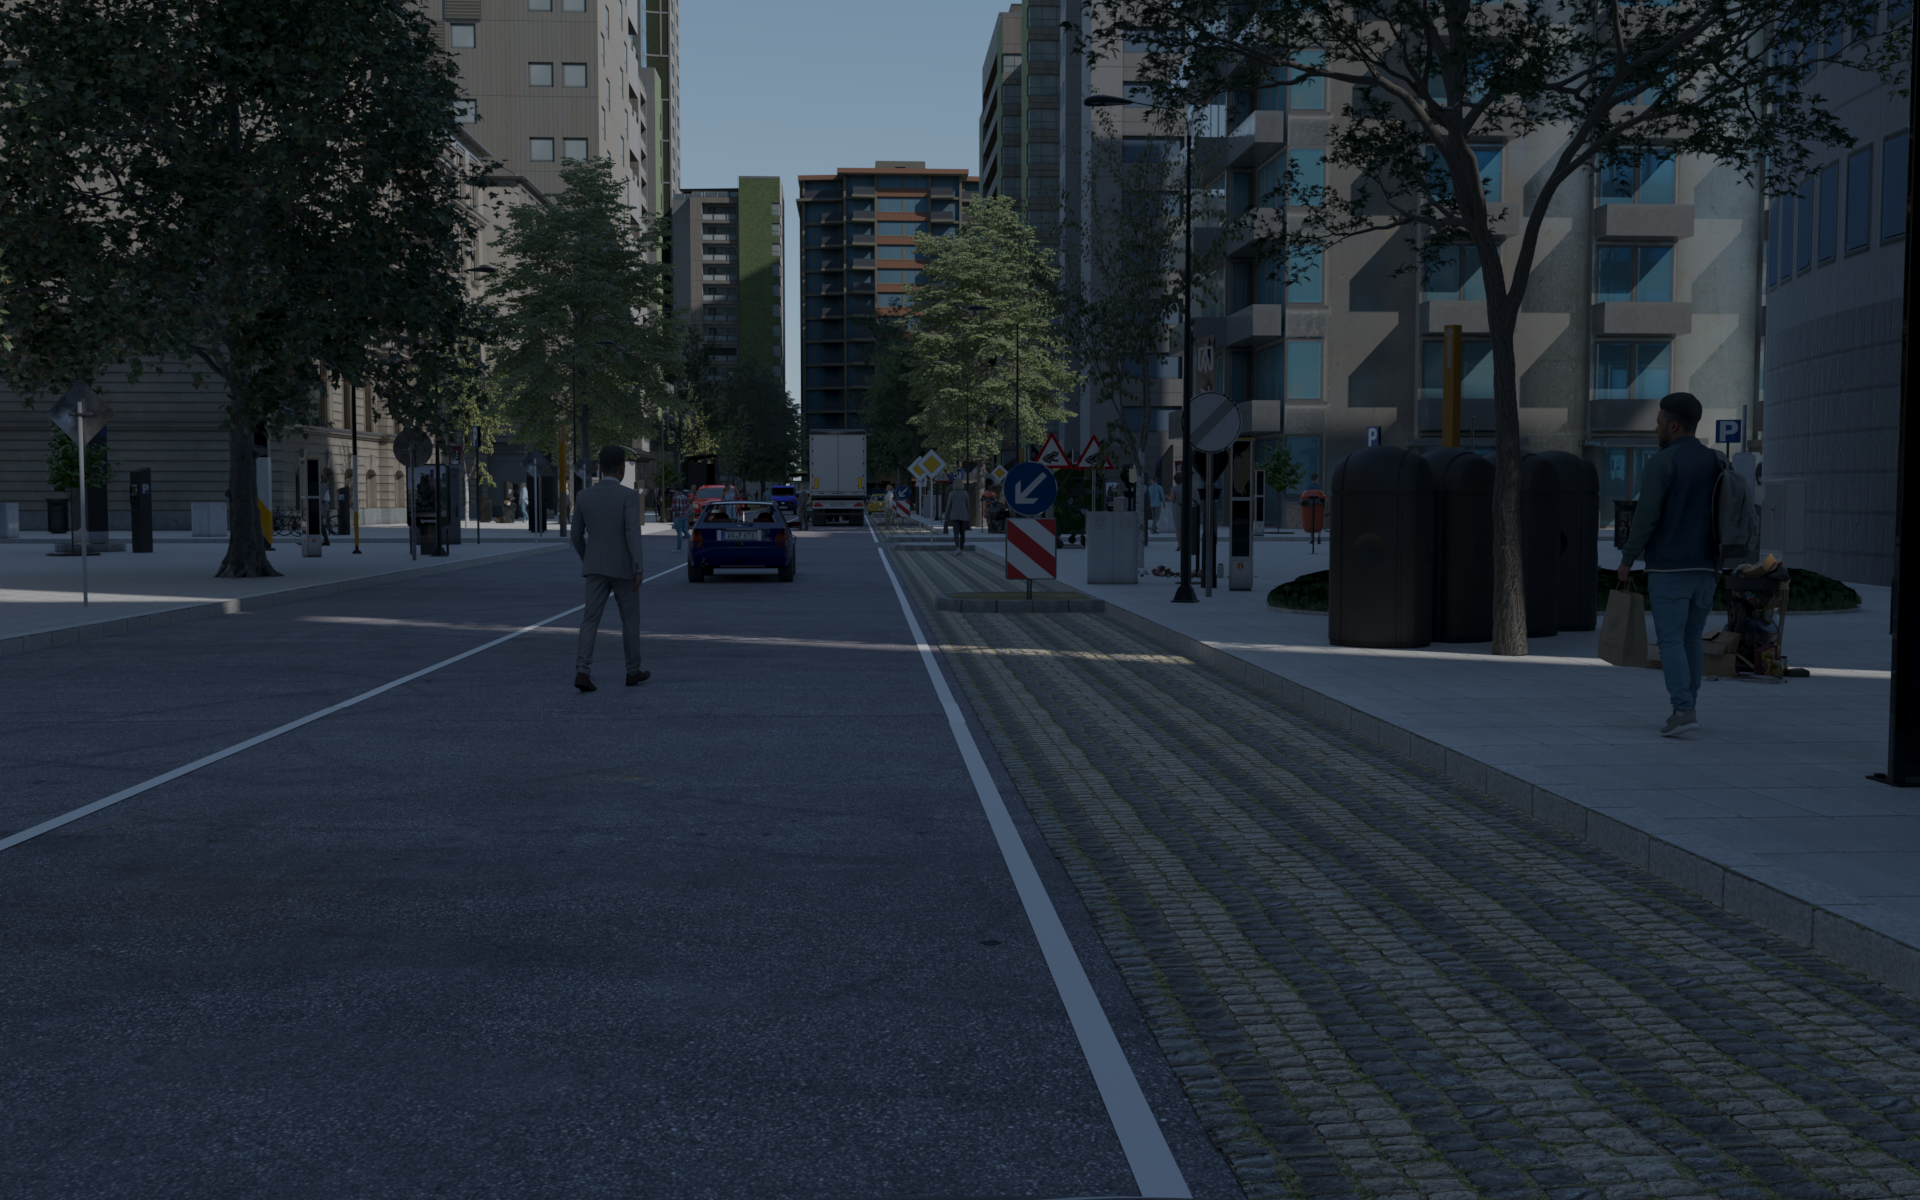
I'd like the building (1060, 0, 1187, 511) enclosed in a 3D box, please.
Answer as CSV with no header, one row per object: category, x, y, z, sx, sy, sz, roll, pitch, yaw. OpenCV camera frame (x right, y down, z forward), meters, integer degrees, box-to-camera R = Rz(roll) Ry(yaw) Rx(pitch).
building,16.934,-34.773,110.533,21.231,58.520,28.212,0,4,-3

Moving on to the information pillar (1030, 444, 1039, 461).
information pillar,3.391,-5.358,78.965,0.504,3.616,0.183,-2,4,-35

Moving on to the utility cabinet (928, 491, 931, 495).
utility cabinet,-2.341,-7.191,126.256,1.173,1.500,0.318,1,4,18

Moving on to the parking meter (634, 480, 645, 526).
parking meter,-12.980,-3.936,70.058,0.399,1.863,0.255,-3,5,-44

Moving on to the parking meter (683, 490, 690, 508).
parking meter,-15.217,-5.372,96.240,0.372,1.533,0.369,0,3,0

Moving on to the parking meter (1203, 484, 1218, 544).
parking meter,6.368,-2.183,44.099,0.372,1.533,0.369,0,3,0

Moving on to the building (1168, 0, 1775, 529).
building,24.007,-27.689,72.326,30.456,49.044,23.786,0,4,-3

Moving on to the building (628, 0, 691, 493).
building,-44.886,-53.007,179.340,31.000,86.520,22.319,0,4,-3

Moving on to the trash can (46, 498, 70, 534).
trash can,-29.192,-2.715,56.050,0.748,1.137,0.748,0,3,0

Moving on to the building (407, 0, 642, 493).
building,-40.585,-33.626,139.031,28.713,52.752,27.495,0,4,-3

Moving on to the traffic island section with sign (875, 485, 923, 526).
traffic island section with sign,-2.684,-4.227,77.732,1.989,1.847,2.006,0,4,-3

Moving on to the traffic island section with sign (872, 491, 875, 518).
traffic island section with sign,-4.293,-5.872,104.639,1.989,1.847,2.006,0,4,-3

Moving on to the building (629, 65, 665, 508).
building,-35.421,-29.191,160.870,14.154,41.232,14.086,0,4,-3

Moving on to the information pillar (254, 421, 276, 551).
information pillar,-15.771,-2.926,39.197,0.504,3.616,0.183,2,4,30

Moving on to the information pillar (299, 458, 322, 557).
information pillar,-13.201,-1.879,35.217,0.304,2.012,0.304,-3,5,-43

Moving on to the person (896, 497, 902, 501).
person,-5.181,-9.211,157.376,1.217,1.736,0.721,0,4,-6

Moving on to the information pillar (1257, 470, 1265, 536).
information pillar,9.037,-2.936,52.497,0.304,2.012,0.304,-1,4,-12

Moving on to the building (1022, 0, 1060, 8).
building,11.699,-27.780,137.798,14.154,41.232,14.086,0,4,-3

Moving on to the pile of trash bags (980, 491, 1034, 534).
pile of trash bags,1.632,-2.873,56.722,1.912,1.369,3.447,-2,4,-29

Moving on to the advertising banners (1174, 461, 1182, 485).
advertising banners,12.024,-5.747,90.152,2.074,3.025,0.090,3,5,40

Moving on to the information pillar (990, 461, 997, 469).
information pillar,2.348,-7.932,121.044,0.504,3.616,0.183,0,4,-4

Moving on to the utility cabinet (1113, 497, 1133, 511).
utility cabinet,4.121,-1.982,43.567,0.306,1.237,1.020,-1,4,-10

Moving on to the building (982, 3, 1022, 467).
building,13.553,-33.396,169.730,21.300,48.544,21.600,0,4,-3

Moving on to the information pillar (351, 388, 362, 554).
information pillar,-13.004,-2.806,37.228,0.183,3.616,0.504,-1,4,-21

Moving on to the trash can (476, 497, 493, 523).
trash can,-21.309,-4.039,77.692,0.748,1.137,0.748,0,3,0

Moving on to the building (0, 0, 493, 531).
building,-29.745,-15.733,76.321,14.460,24.649,34.723,0,4,-3

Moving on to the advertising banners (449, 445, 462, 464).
advertising banners,-18.846,-4.050,62.403,2.074,3.025,0.090,1,4,15

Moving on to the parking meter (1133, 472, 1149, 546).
parking meter,4.436,-2.252,42.530,0.255,1.863,0.399,2,4,35

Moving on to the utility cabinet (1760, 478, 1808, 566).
utility cabinet,11.399,-0.939,24.025,0.318,1.500,1.173,1,4,11

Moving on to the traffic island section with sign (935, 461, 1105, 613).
traffic island section with sign,0.697,-0.798,21.679,1.989,1.847,2.006,0,4,-3

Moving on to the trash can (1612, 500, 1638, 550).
trash can,15.343,-1.719,39.754,0.748,1.137,0.748,0,3,0

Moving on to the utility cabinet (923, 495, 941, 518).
utility cabinet,-1.453,-4.931,91.784,1.020,1.237,0.306,2,4,34

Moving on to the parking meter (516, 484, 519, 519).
parking meter,-22.620,-5.030,87.950,0.399,1.863,0.255,1,4,18

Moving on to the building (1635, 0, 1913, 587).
building,23.313,-29.327,21.496,21.231,58.520,28.212,0,4,-3

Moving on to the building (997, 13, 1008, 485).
building,10.109,-28.643,151.904,14.154,41.232,14.086,0,4,-3

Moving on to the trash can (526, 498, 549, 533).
trash can,-14.024,-2.804,57.495,0.748,1.137,0.748,0,3,0

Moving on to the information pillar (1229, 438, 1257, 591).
information pillar,3.729,-1.128,22.931,0.304,2.012,0.304,1,4,13

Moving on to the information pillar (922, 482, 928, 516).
information pillar,-2.122,-6.015,102.831,0.304,2.012,0.304,1,4,23

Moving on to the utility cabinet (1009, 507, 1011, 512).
utility cabinet,2.839,-6.022,109.616,0.306,1.237,1.020,-3,5,-41

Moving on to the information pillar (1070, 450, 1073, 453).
information pillar,5.759,-6.107,91.197,0.504,3.616,0.183,3,5,41

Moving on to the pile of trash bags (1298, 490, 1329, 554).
pile of trash bags,8.977,-1.666,36.992,3.447,1.369,1.912,1,4,10

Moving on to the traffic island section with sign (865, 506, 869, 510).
traffic island section with sign,-7.324,-8.929,154.611,1.989,1.847,2.006,0,4,-3

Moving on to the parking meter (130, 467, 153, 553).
parking meter,-17.868,-1.962,37.794,0.255,1.863,0.399,1,4,22

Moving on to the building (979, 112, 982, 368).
building,8.937,-30.821,187.518,14.154,41.232,14.086,0,4,-3

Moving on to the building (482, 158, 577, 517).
building,-29.071,-15.537,103.180,9.793,20.994,18.267,0,4,-3

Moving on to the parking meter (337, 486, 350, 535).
parking meter,-19.308,-2.804,54.249,0.372,1.533,0.369,0,3,0

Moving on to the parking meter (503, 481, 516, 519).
parking meter,-20.530,-4.466,78.726,0.255,1.863,0.399,2,4,27
